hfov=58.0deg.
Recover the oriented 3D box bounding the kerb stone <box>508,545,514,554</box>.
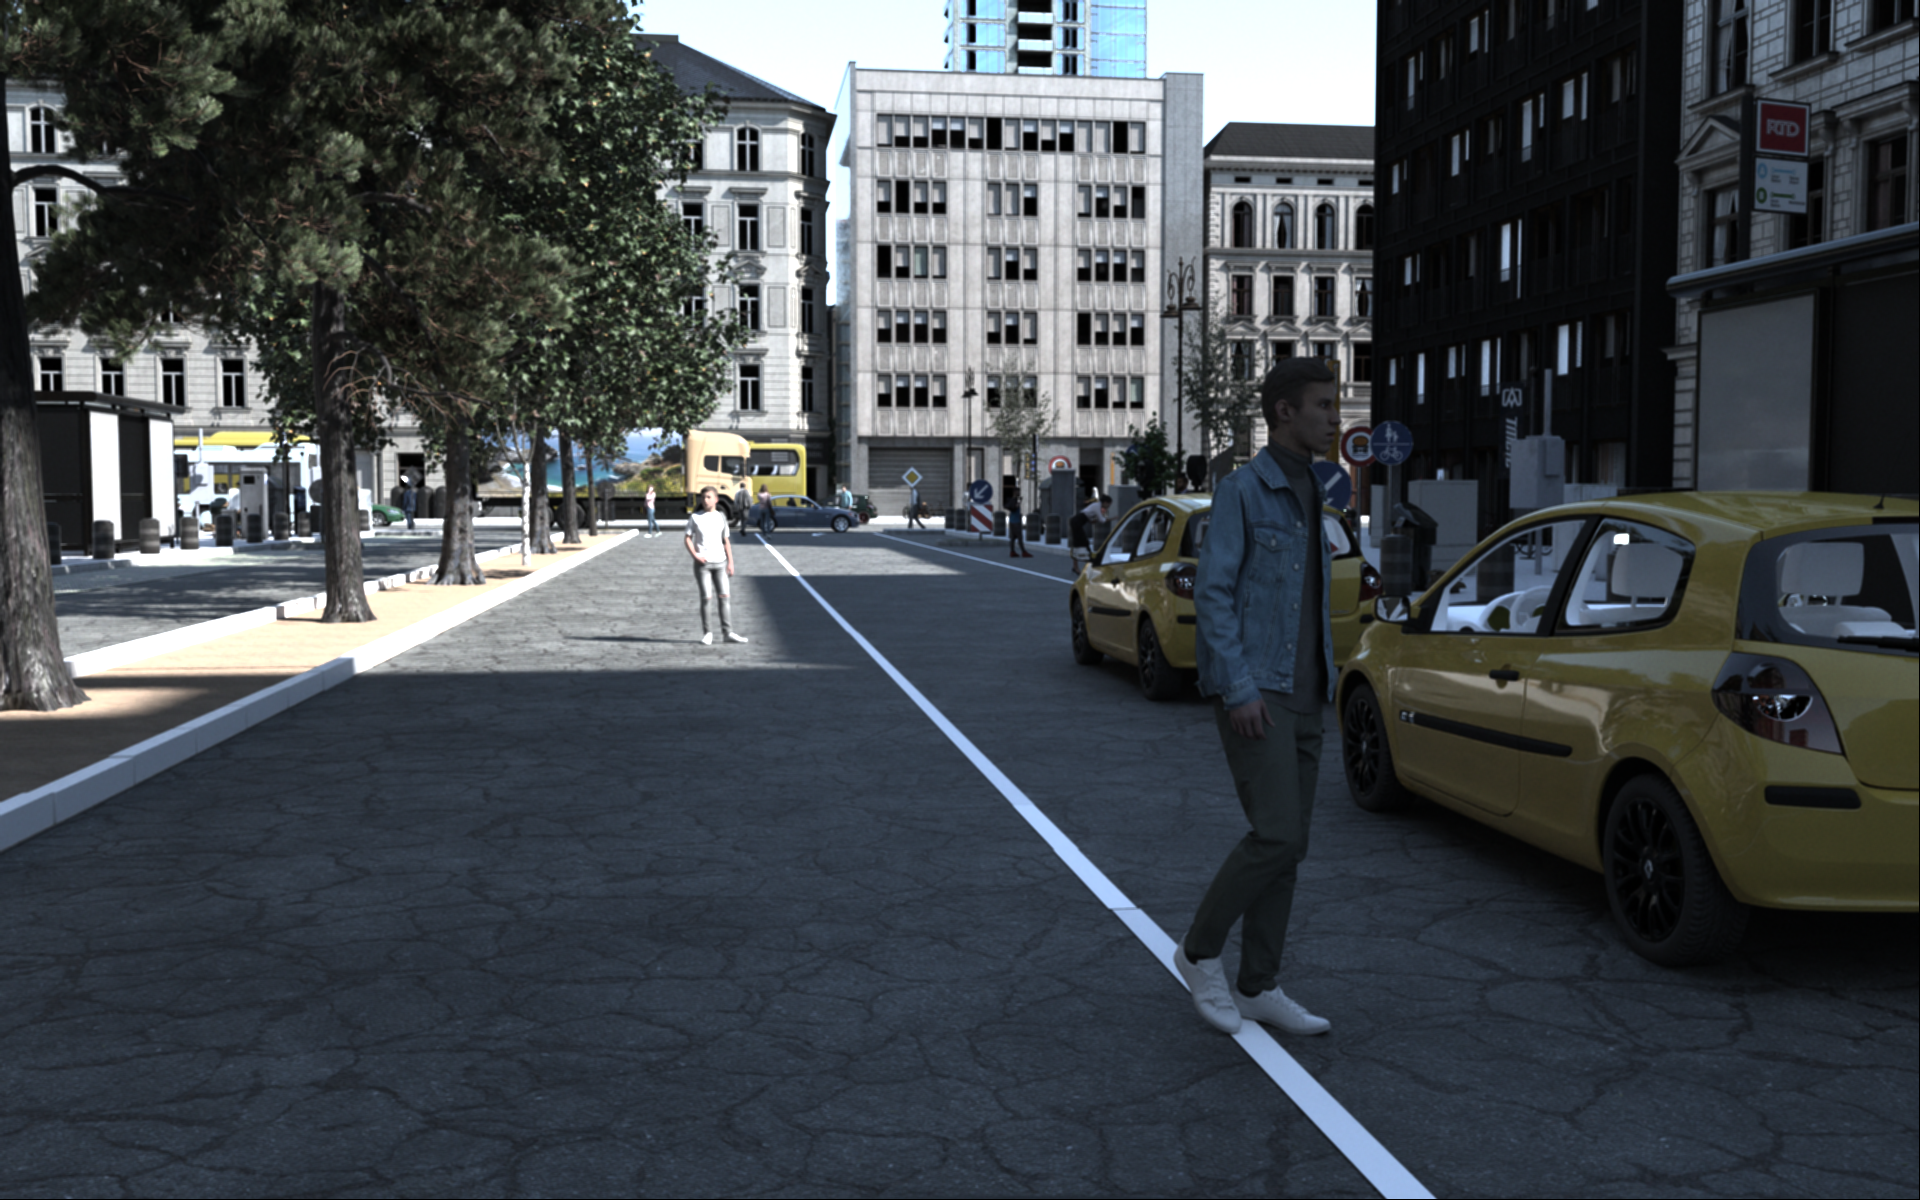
[{"bbox_3d":[-10.822,-1.162,41.289,0.120,0.150,1.000,0,4,-8],"label":"kerb stone"}]

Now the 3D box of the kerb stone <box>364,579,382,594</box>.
[{"bbox_3d":[-8.547,-0.172,25.011,0.120,0.150,1.000,0,4,-8],"label":"kerb stone"}]

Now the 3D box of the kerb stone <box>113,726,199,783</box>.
[{"bbox_3d":[-4.177,0.808,8.985,0.120,0.150,1.000,0,4,-8],"label":"kerb stone"}]

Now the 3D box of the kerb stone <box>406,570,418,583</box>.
[{"bbox_3d":[-8.973,-0.354,28.055,0.120,0.150,1.000,0,4,-8],"label":"kerb stone"}]

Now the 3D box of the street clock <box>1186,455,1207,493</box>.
[{"bbox_3d":[4.398,-1.692,32.232,0.358,2.002,0.471,2,4,31],"label":"street clock"}]

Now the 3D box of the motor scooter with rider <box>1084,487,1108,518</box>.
[{"bbox_3d":[5.835,-4.257,78.562,1.986,1.779,0.876,-1,4,-9],"label":"motor scooter with rider"}]

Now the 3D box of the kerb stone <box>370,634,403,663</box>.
[{"bbox_3d":[-5.029,0.435,15.085,0.120,0.150,1.000,0,4,-8],"label":"kerb stone"}]

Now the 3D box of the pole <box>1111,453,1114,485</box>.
[{"bbox_3d":[7.560,-5.634,85.963,0.158,3.312,0.155,0,3,0],"label":"pole"}]

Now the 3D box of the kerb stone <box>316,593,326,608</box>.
[{"bbox_3d":[-8.110,0.015,21.960,0.120,0.150,1.000,0,4,-8],"label":"kerb stone"}]

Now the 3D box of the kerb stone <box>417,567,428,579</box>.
[{"bbox_3d":[-9.116,-0.421,29.073,0.120,0.150,1.000,0,4,-8],"label":"kerb stone"}]

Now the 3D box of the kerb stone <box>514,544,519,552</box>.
[{"bbox_3d":[-10.963,-1.230,42.317,0.120,0.150,1.000,0,4,-8],"label":"kerb stone"}]

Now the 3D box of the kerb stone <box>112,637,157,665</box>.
[{"bbox_3d":[-7.114,0.453,14.819,0.120,0.150,1.000,0,4,-8],"label":"kerb stone"}]

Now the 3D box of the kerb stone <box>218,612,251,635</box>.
[{"bbox_3d":[-7.547,0.264,17.883,0.120,0.150,1.000,0,4,-8],"label":"kerb stone"}]

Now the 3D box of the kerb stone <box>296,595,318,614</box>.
[{"bbox_3d":[-7.976,0.077,20.945,0.120,0.150,1.000,0,4,-8],"label":"kerb stone"}]

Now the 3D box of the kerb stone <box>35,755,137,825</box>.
[{"bbox_3d":[-4.032,0.876,7.971,0.120,0.150,1.000,0,4,-8],"label":"kerb stone"}]

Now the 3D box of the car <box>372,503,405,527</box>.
[{"bbox_3d":[-27.166,-3.977,76.819,4.920,1.459,2.131,0,4,-7],"label":"car"}]

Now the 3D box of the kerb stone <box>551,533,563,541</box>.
[{"bbox_3d":[-12.691,-1.979,54.558,0.120,0.150,1.000,0,4,-8],"label":"kerb stone"}]

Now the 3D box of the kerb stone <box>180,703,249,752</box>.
[{"bbox_3d":[-4.319,0.746,9.999,0.120,0.150,1.000,0,4,-8],"label":"kerb stone"}]

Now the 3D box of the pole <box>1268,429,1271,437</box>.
[{"bbox_3d":[8.358,-3.228,46.615,0.158,3.312,0.155,0,3,0],"label":"pole"}]

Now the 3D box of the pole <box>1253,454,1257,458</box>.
[{"bbox_3d":[15.014,-5.780,88.351,0.158,3.312,0.155,0,3,0],"label":"pole"}]

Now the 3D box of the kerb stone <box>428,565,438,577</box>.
[{"bbox_3d":[-9.253,-0.483,30.093,0.120,0.150,1.000,0,4,-8],"label":"kerb stone"}]

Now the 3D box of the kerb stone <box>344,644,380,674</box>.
[{"bbox_3d":[-4.893,0.497,14.070,0.120,0.150,1.000,0,4,-8],"label":"kerb stone"}]

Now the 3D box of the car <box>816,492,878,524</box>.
[{"bbox_3d":[-6.006,-4.428,82.177,4.222,1.686,2.009,0,4,-6],"label":"car"}]

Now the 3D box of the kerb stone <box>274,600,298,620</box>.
[{"bbox_3d":[-7.832,0.139,19.930,0.120,0.150,1.000,0,4,-8],"label":"kerb stone"}]

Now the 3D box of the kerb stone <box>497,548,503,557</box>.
[{"bbox_3d":[-10.547,-1.043,39.253,0.120,0.150,1.000,0,4,-8],"label":"kerb stone"}]

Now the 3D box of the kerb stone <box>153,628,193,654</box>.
[{"bbox_3d":[-7.255,0.392,15.834,0.120,0.150,1.000,0,4,-8],"label":"kerb stone"}]

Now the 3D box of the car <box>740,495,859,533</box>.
[{"bbox_3d":[-6.044,-3.269,65.451,4.499,1.417,2.014,0,4,-8],"label":"car"}]

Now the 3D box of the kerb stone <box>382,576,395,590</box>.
[{"bbox_3d":[-8.686,-0.234,26.026,0.120,0.150,1.000,0,4,-8],"label":"kerb stone"}]

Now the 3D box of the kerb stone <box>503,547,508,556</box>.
[{"bbox_3d":[-10.683,-1.104,40.269,0.120,0.150,1.000,0,4,-8],"label":"kerb stone"}]

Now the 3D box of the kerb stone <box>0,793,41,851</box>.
[{"bbox_3d":[-3.894,0.932,6.953,0.120,0.150,1.000,0,4,-8],"label":"kerb stone"}]

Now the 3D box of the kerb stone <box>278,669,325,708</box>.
[{"bbox_3d":[-4.606,0.624,12.040,0.120,0.150,1.000,0,4,-8],"label":"kerb stone"}]

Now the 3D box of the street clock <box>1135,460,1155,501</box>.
[{"bbox_3d":[3.911,-1.965,36.693,0.358,2.002,0.471,-2,4,-25],"label":"street clock"}]

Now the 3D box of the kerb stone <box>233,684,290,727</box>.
[{"bbox_3d":[-4.464,0.684,11.018,0.120,0.150,1.000,0,4,-8],"label":"kerb stone"}]

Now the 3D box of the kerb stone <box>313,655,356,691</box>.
[{"bbox_3d":[-4.742,0.559,13.057,0.120,0.150,1.000,0,4,-8],"label":"kerb stone"}]

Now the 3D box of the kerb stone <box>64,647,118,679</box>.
[{"bbox_3d":[-6.967,0.517,13.806,0.120,0.150,1.000,0,4,-8],"label":"kerb stone"}]

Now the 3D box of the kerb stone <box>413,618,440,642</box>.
[{"bbox_3d":[-5.311,0.311,17.116,0.120,0.150,1.000,0,4,-8],"label":"kerb stone"}]

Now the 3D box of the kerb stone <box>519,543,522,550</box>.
[{"bbox_3d":[-11.121,-1.289,43.330,0.120,0.150,1.000,0,4,-8],"label":"kerb stone"}]

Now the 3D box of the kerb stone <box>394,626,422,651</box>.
[{"bbox_3d":[-5.173,0.375,16.100,0.120,0.150,1.000,0,4,-8],"label":"kerb stone"}]

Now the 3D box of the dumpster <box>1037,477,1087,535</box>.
[{"bbox_3d":[3.198,-2.955,54.073,1.264,1.857,1.865,-1,4,-8],"label":"dumpster"}]

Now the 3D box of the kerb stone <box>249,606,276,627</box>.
[{"bbox_3d":[-7.684,0.202,18.908,0.120,0.150,1.000,0,4,-8],"label":"kerb stone"}]

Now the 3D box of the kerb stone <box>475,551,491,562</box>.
[{"bbox_3d":[-10.261,-0.919,37.221,0.120,0.150,1.000,0,4,-8],"label":"kerb stone"}]

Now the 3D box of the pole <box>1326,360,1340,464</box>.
[{"bbox_3d":[5.696,-1.997,26.495,0.158,3.312,0.155,0,3,0],"label":"pole"}]

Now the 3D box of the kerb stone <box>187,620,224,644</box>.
[{"bbox_3d":[-7.399,0.326,16.860,0.120,0.150,1.000,0,4,-8],"label":"kerb stone"}]

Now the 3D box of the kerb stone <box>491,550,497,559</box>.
[{"bbox_3d":[-10.402,-0.975,38.240,0.120,0.150,1.000,0,4,-8],"label":"kerb stone"}]

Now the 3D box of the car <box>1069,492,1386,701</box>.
[{"bbox_3d":[1.957,-0.201,13.512,2.015,1.641,3.980,0,4,-7],"label":"car"}]

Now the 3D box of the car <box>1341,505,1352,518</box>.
[{"bbox_3d":[14.942,-3.985,74.938,4.222,1.686,2.009,-1,4,-8],"label":"car"}]

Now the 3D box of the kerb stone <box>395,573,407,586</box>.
[{"bbox_3d":[-8.826,-0.289,27.042,0.120,0.150,1.000,0,4,-8],"label":"kerb stone"}]

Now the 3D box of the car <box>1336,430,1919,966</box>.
[{"bbox_3d":[2.776,0.212,6.755,2.015,1.641,3.980,0,4,-6],"label":"car"}]
